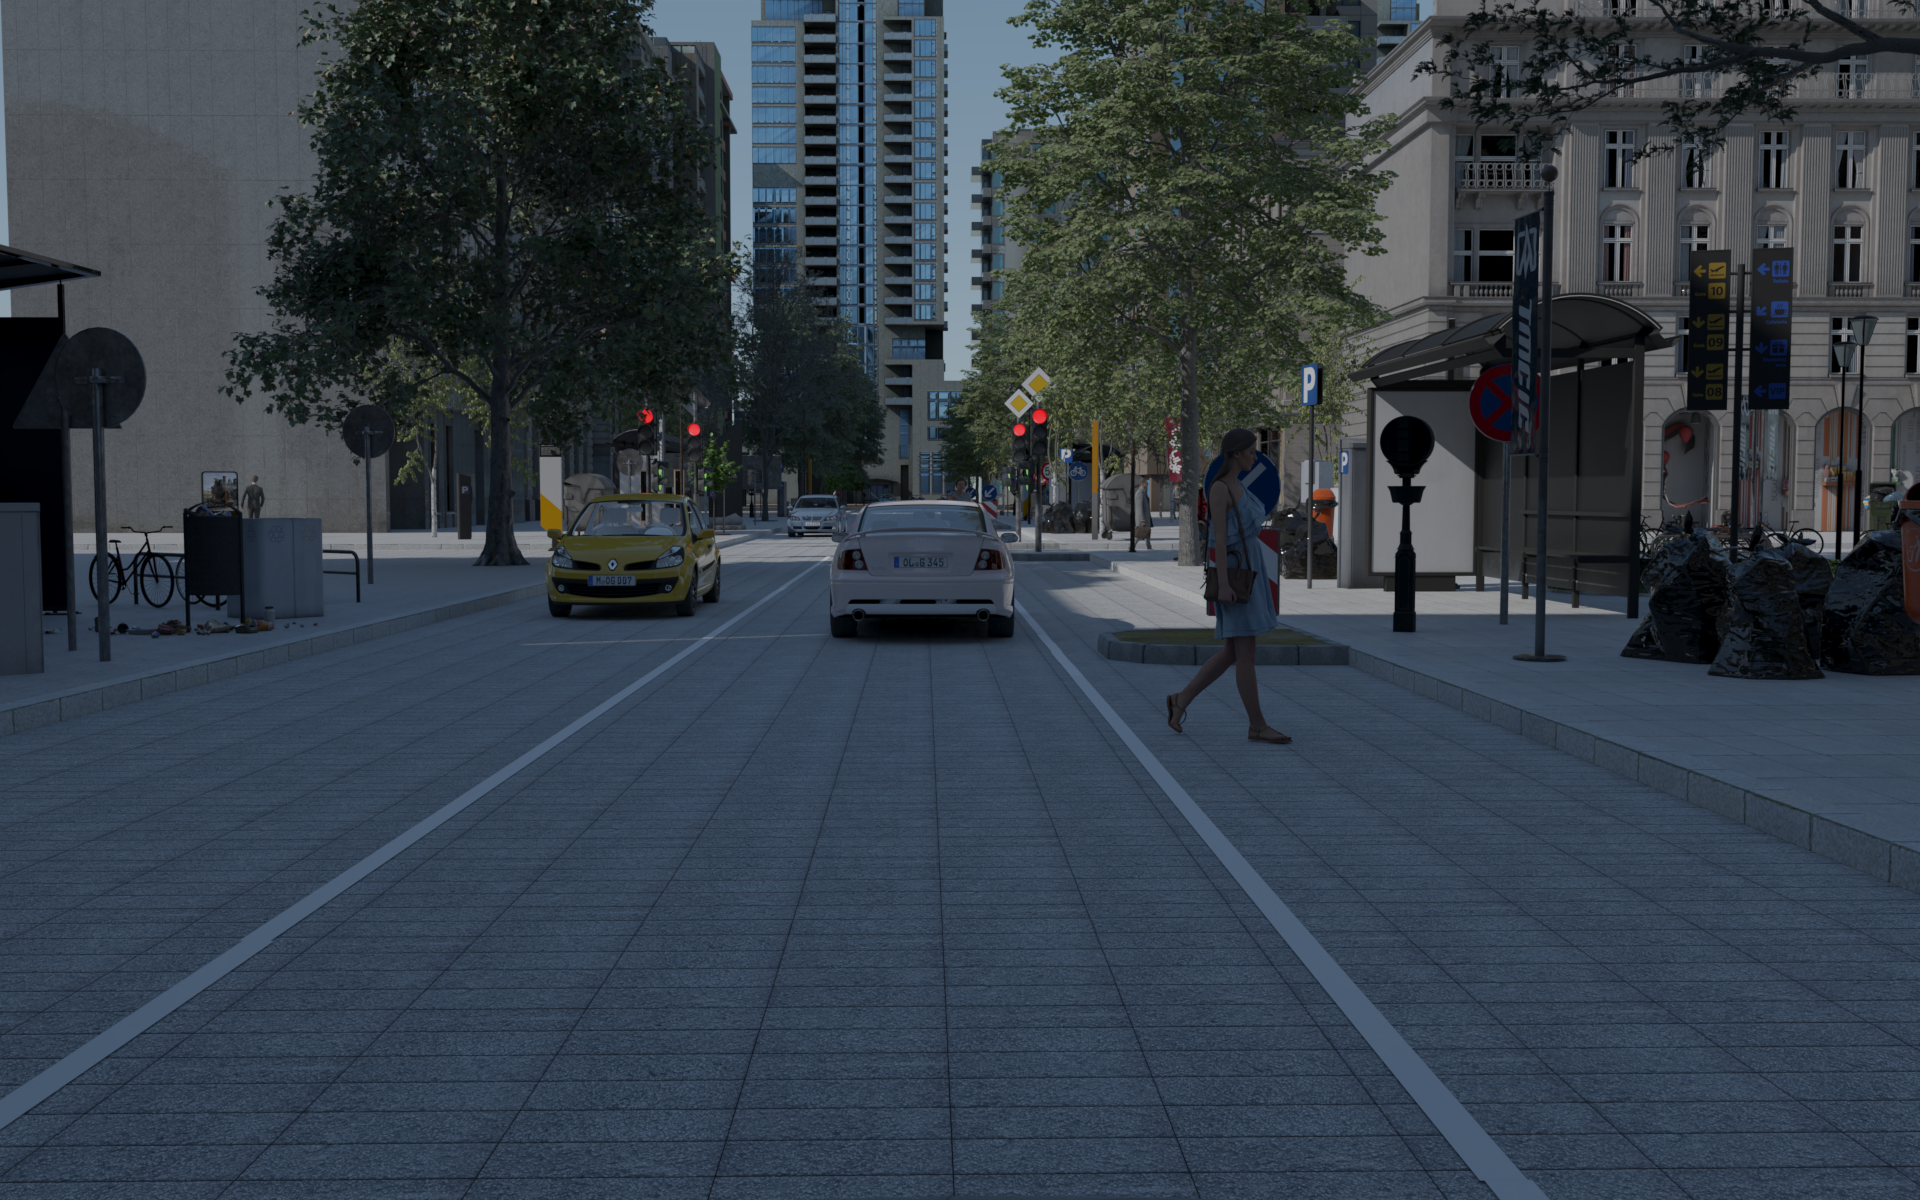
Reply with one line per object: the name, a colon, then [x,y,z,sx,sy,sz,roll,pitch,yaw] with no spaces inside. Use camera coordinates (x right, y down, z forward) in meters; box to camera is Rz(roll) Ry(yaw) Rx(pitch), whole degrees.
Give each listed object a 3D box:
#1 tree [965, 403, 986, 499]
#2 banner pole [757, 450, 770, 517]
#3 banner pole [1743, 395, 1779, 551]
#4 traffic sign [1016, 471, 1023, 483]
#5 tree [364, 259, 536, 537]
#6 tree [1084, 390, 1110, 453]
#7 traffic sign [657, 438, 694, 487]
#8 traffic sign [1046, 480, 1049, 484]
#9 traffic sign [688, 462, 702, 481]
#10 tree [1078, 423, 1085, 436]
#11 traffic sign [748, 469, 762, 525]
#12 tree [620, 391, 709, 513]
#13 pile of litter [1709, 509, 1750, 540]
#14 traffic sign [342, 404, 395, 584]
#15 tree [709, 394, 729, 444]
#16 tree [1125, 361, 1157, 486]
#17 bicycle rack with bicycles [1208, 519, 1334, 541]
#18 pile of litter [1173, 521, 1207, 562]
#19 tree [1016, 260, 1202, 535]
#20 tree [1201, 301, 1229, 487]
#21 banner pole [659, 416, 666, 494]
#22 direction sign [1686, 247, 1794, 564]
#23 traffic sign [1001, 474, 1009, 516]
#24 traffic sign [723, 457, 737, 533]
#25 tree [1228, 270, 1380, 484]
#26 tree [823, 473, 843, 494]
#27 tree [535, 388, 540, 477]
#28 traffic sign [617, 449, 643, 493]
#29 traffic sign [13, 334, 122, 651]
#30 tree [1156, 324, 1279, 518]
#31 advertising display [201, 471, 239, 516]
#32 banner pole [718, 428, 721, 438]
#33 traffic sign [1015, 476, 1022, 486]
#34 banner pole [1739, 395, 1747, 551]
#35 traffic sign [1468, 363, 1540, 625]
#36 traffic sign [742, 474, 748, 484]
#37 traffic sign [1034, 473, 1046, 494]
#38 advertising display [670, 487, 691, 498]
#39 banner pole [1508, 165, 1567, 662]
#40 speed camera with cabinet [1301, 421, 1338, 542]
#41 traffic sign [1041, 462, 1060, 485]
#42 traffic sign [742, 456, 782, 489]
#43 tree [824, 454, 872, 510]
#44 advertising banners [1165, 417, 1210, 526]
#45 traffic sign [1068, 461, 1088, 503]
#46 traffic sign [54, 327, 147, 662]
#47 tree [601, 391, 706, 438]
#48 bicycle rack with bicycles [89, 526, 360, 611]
tree: [2.661,-9.905,112.304,4.737,8.622,4.395,0,3,0]
banner pole: [-11.076,-6.604,97.986,0.863,3.779,0.401,-3,4,-36]
banner pole: [17.428,-2.896,37.362,0.863,3.779,0.401,-3,4,-36]
traffic sign: [3.152,-5.148,84.181,0.884,2.594,0.081,0,4,1]
tree: [-15.837,-6.165,51.156,4.737,8.622,4.395,0,3,0]
tree: [9.961,-9.178,100.425,4.360,8.622,3.978,0,3,0]
traffic sign: [-10.588,-4.249,63.341,2.265,3.308,0.079,0,4,-1]
traffic sign: [4.993,-5.734,93.862,0.768,2.556,0.104,0,4,3]
traffic sign: [-8.373,-3.247,55.226,0.606,2.300,0.079,0,4,0]
tree: [9.044,-9.512,105.889,4.360,8.622,3.978,0,3,0]
traffic sign: [-8.420,-4.221,71.147,0.606,2.300,0.079,0,4,6]
tree: [-16.115,-8.604,91.032,4.360,8.622,3.978,0,3,0]
pile of litter: [21.530,-2.134,48.863,1.719,0.858,1.176,1,4,12]
traffic sign: [-8.415,-1.501,24.649,0.768,2.556,0.104,0,4,5]
tree: [-17.531,-10.307,118.887,4.360,8.622,3.978,0,3,0]
tree: [11.139,-8.187,84.224,4.360,8.622,3.978,0,3,0]
bicycle rack with bicycles: [5.957,-1.389,36.090,2.852,0.926,2.925,-2,4,-32]
pile of litter: [4.729,-1.183,33.303,1.176,0.858,1.719,0,4,-5]
tree: [4.662,-6.314,53.604,4.737,8.622,4.395,0,3,0]
tree: [8.822,-6.910,63.345,4.737,8.622,4.395,0,3,0]
banner pole: [-8.312,-3.568,48.358,0.401,3.779,0.863,-1,4,-22]
direction sign: [7.217,-1.474,16.096,0.876,3.537,0.379,1,4,16]
traffic sign: [2.792,-6.175,101.074,0.768,2.556,0.104,0,4,5]
traffic sign: [-7.719,-3.459,56.566,0.884,2.594,0.081,0,4,6]
tree: [11.727,-6.454,55.892,4.737,8.622,4.395,0,3,0]
tree: [-9.769,-8.450,132.757,1.663,3.219,1.824,0,3,0]
tree: [-15.729,-6.628,58.730,4.737,8.622,4.395,0,3,0]
traffic sign: [-9.276,-2.970,48.662,0.768,2.556,0.104,0,4,6]
traffic sign: [-7.272,-0.863,14.117,0.884,2.594,0.081,0,4,1]
tree: [10.972,-7.296,69.646,4.360,8.622,3.978,0,3,0]
advertising display: [-20.943,-2.680,49.028,0.974,1.923,0.123,-3,4,-36]
banner pole: [-9.165,-4.643,65.937,0.401,3.779,0.863,-1,4,-12]
traffic sign: [4.018,-7.232,118.346,0.768,2.556,0.104,0,4,2]
banner pole: [17.460,-2.961,38.434,0.863,3.779,0.401,-2,4,-26]
traffic sign: [5.350,-1.031,16.961,0.768,2.556,0.104,0,4,8]
traffic sign: [-11.505,-5.530,90.426,0.884,2.594,0.081,0,4,4]
traffic sign: [4.437,-5.811,95.111,0.768,2.556,0.104,0,4,3]
advertising display: [-10.756,-3.760,66.690,0.123,1.923,0.974,3,5,41]
banner pole: [4.465,-1.438,13.521,0.401,3.779,0.863,0,4,-5]
speed camera with cabinet: [10.093,-3.193,46.534,0.660,3.252,2.038,-2,4,-33]
traffic sign: [3.527,-4.131,67.645,0.768,2.556,0.104,0,4,7]
traffic sign: [-10.628,-6.015,92.219,2.265,3.308,0.079,0,4,2]
tree: [-9.575,-9.704,142.377,4.285,4.588,4.351,0,3,0]
advertising banners: [5.484,-2.603,38.740,2.074,3.025,0.090,2,4,34]
traffic sign: [4.599,-4.124,67.531,0.768,2.556,0.104,0,4,3]
traffic sign: [-6.565,-0.802,13.223,0.768,2.556,0.104,1,4,9]
tree: [-12.564,-7.341,70.389,4.737,8.622,4.395,0,3,0]
bicycle rack with bicycles: [-8.308,-0.411,20.104,2.925,0.926,2.852,3,4,38]
